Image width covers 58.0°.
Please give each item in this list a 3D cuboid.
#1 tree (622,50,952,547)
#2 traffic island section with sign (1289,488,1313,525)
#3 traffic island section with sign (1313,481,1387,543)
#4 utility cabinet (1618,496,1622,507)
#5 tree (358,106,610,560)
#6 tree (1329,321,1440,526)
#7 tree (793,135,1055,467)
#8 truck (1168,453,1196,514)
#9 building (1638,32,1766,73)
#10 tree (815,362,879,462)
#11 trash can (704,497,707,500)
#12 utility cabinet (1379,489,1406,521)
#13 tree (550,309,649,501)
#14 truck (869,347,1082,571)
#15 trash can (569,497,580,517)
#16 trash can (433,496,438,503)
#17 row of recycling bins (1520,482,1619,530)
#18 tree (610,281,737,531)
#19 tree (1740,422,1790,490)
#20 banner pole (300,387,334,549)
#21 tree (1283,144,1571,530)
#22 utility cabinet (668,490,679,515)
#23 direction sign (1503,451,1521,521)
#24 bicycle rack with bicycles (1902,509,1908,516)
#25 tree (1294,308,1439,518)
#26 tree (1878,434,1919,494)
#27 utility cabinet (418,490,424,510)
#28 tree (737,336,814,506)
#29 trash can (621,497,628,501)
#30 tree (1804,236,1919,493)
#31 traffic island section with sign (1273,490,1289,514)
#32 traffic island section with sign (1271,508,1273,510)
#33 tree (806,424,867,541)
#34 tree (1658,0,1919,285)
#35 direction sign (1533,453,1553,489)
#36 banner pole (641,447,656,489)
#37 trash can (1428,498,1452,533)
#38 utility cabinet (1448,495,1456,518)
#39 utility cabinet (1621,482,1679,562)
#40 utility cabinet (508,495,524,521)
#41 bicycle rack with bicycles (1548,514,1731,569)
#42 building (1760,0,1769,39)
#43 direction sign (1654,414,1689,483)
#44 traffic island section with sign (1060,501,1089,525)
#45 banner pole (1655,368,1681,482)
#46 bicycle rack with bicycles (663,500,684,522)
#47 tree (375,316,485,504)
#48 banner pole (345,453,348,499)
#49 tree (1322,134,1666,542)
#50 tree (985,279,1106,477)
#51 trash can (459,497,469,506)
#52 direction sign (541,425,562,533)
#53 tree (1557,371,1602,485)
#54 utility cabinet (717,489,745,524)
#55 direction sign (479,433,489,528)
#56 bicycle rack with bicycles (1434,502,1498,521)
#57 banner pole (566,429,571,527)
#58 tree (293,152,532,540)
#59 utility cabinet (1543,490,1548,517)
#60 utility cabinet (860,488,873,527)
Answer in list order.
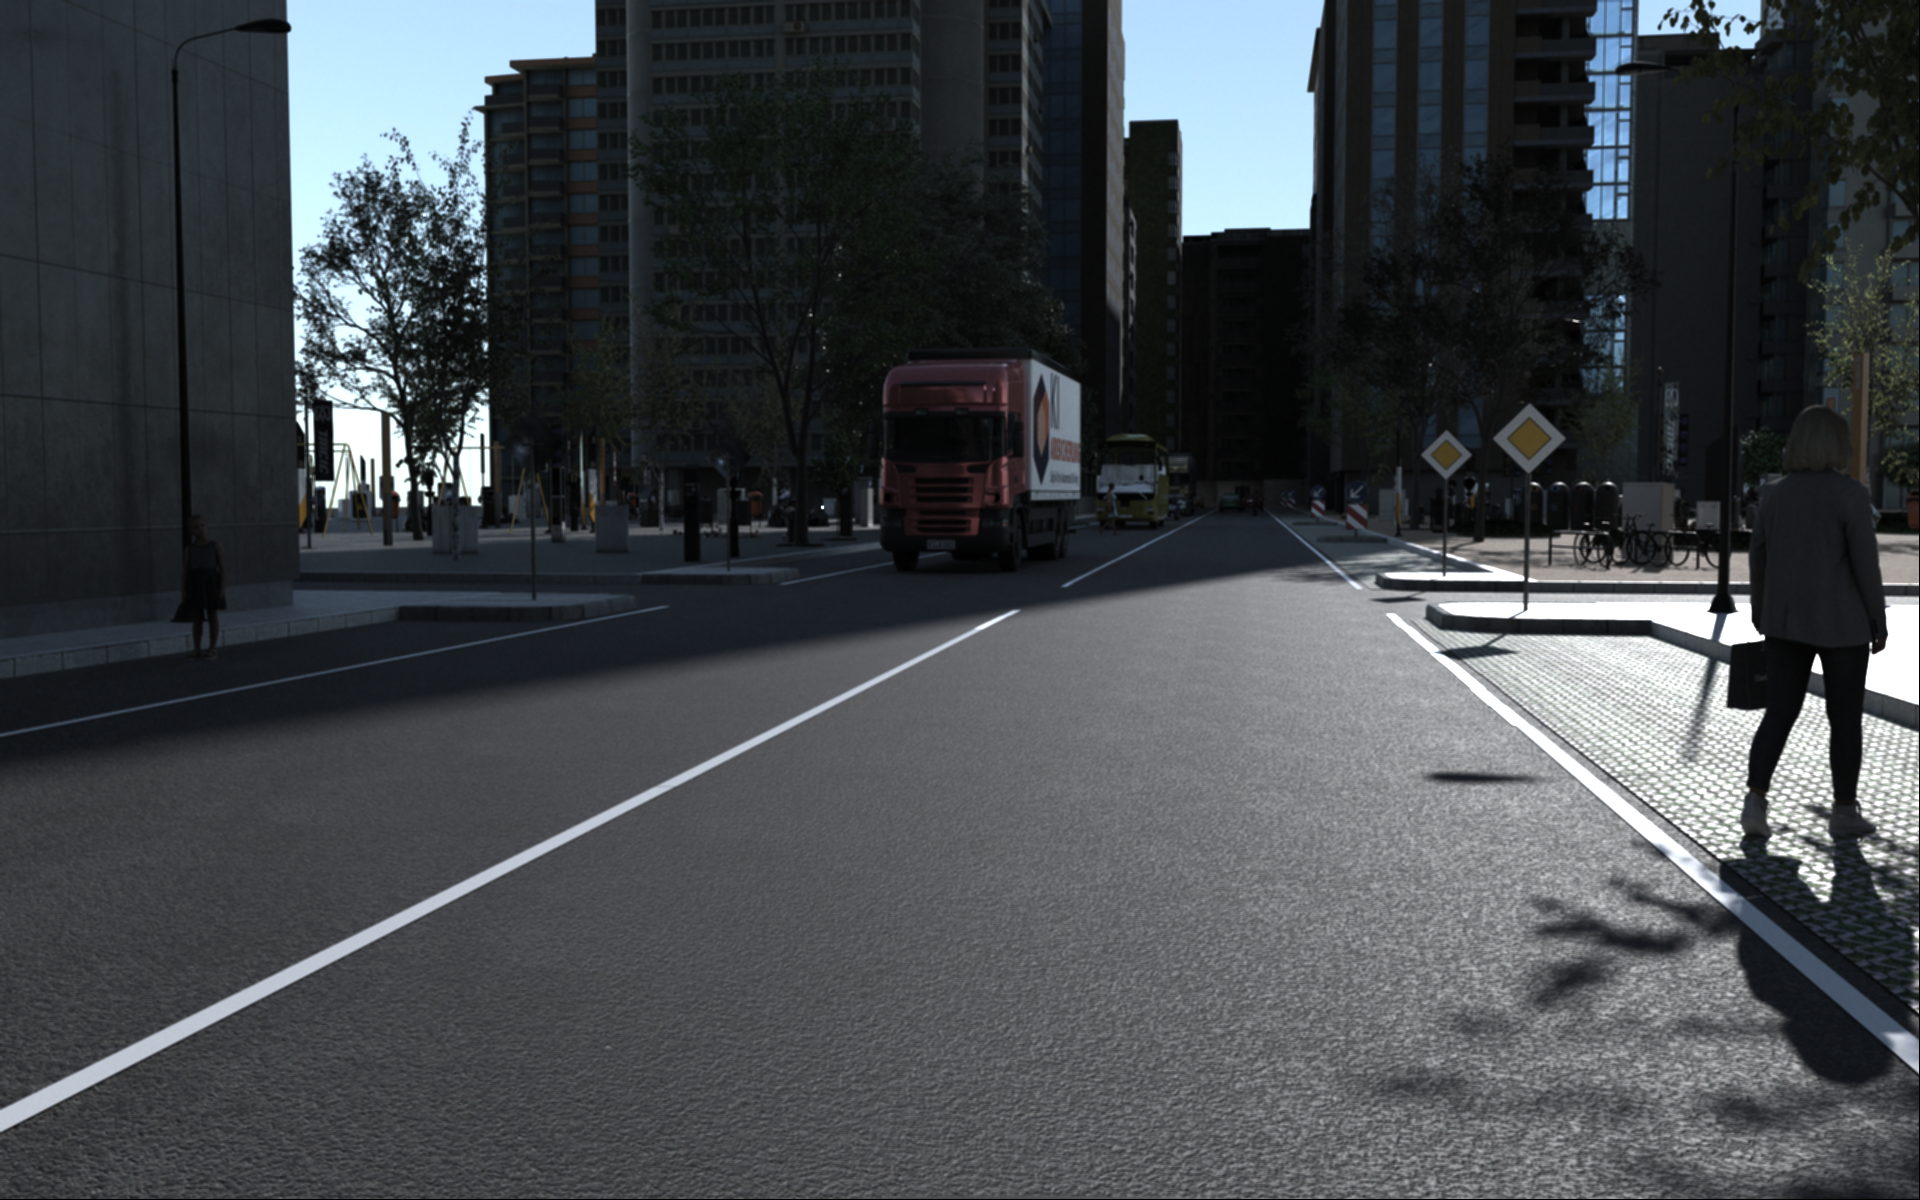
[{"bbox_3d":[-4.003,-7.115,42.079,9.928,11.665,9.643,0,3,0],"label":"tree"},{"bbox_3d":[16.286,-4.334,79.492,1.989,1.847,2.006,1,4,9],"label":"traffic island section with sign"},{"bbox_3d":[11.653,-2.626,51.564,1.989,1.847,2.006,1,4,9],"label":"traffic island section with sign"},{"bbox_3d":[28.723,-3.943,75.636,1.020,1.237,0.306,3,4,39],"label":"utility cabinet"},{"bbox_3d":[-9.793,-5.106,33.840,4.360,8.622,3.978,0,3,0],"label":"tree"},{"bbox_3d":[17.507,-7.349,70.521,4.737,8.622,4.395,0,3,0],"label":"tree"},{"bbox_3d":[-1.262,-9.516,62.244,9.857,13.997,8.962,0,3,0],"label":"tree"},{"bbox_3d":[15.137,-8.109,121.501,2.839,4.237,11.283,1,4,10],"label":"truck"},{"bbox_3d":[76.718,-34.424,186.534,21.600,48.544,21.300,1,4,9],"label":"building"},{"bbox_3d":[-5.755,-8.589,90.796,4.737,8.622,4.395,0,3,0],"label":"tree"},{"bbox_3d":[-14.028,-5.020,93.729,0.748,1.137,0.748,0,3,0],"label":"trash can"},{"bbox_3d":[20.027,-4.380,80.284,1.173,1.500,0.318,1,4,10],"label":"utility cabinet"},{"bbox_3d":[-14.634,-7.304,69.786,4.737,8.622,4.395,0,3,0],"label":"tree"},{"bbox_3d":[0.601,-2.855,35.597,2.839,4.237,11.283,1,4,11],"label":"truck"},{"bbox_3d":[-21.889,-5.297,98.263,0.748,1.137,0.748,0,3,0],"label":"trash can"},{"bbox_3d":[-32.542,-5.890,107.953,0.748,1.137,0.748,0,3,0],"label":"trash can"},{"bbox_3d":[21.896,-3.373,62.259,3.534,1.692,1.069,3,5,39],"label":"row of recycling bins"},{"bbox_3d":[-10.423,-6.740,60.556,4.360,8.622,3.978,0,3,0],"label":"tree"},{"bbox_3d":[36.966,-5.860,79.530,4.285,4.588,4.351,0,3,0],"label":"tree"},{"bbox_3d":[-15.127,-3.104,40.768,0.863,3.779,0.401,0,4,1],"label":"banner pole"},{"bbox_3d":[16.258,-9.224,61.185,12.009,13.543,11.850,0,3,0],"label":"tree"},{"bbox_3d":[-17.308,-5.874,104.717,0.318,1.500,1.173,1,4,10],"label":"utility cabinet"},{"bbox_3d":[25.250,-5.337,79.254,0.876,3.537,0.379,3,5,44],"label":"direction sign"},{"bbox_3d":[42.790,-3.817,75.795,2.925,0.926,2.852,-2,4,-35],"label":"bicycle rack with bicycles"},{"bbox_3d":[21.957,-10.264,93.578,9.928,11.665,9.643,0,3,0],"label":"tree"},{"bbox_3d":[51.395,-6.718,93.560,4.285,4.588,4.351,0,3,0],"label":"tree"},{"bbox_3d":[-31.754,-5.694,101.770,0.318,1.500,1.173,0,4,-6],"label":"utility cabinet"},{"bbox_3d":[-8.674,-7.825,78.298,4.360,8.622,3.978,0,3,0],"label":"tree"},{"bbox_3d":[-19.932,-5.561,102.582,0.748,1.137,0.748,0,3,0],"label":"trash can"},{"bbox_3d":[26.242,-6.061,49.463,4.360,8.622,3.978,0,3,0],"label":"tree"},{"bbox_3d":[24.242,-7.267,127.444,1.989,1.847,2.006,1,4,9],"label":"traffic island section with sign"},{"bbox_3d":[28.717,-8.916,154.404,1.989,1.847,2.006,1,4,9],"label":"traffic island section with sign"},{"bbox_3d":[-3.535,-3.278,48.203,1.663,3.219,1.824,0,3,0],"label":"tree"},{"bbox_3d":[7.153,-3.774,12.063,4.737,8.622,4.395,0,3,0],"label":"tree"},{"bbox_3d":[23.837,-4.825,70.882,0.379,3.537,0.876,-3,4,-39],"label":"direction sign"},{"bbox_3d":[-16.653,-6.255,92.278,0.401,3.779,0.863,3,5,40],"label":"banner pole"},{"bbox_3d":[15.904,-2.799,57.423,0.748,1.137,0.748,0,3,0],"label":"trash can"},{"bbox_3d":[26.112,-4.944,91.988,0.306,1.237,1.020,1,4,8],"label":"utility cabinet"},{"bbox_3d":[13.055,-1.479,32.857,0.318,1.500,1.173,-1,4,-14],"label":"utility cabinet"},{"bbox_3d":[-21.400,-4.423,83.484,0.306,1.237,1.020,-3,5,-41],"label":"utility cabinet"},{"bbox_3d":[11.827,-1.068,30.844,2.852,0.926,2.925,-1,4,-12],"label":"bicycle rack with bicycles"},{"bbox_3d":[97.533,-45.511,182.358,20.611,71.187,20.563,1,4,9],"label":"building"},{"bbox_3d":[20.113,-3.488,49.029,0.876,3.537,0.379,2,4,26],"label":"direction sign"},{"bbox_3d":[4.943,-4.365,79.998,1.989,1.847,2.006,1,4,9],"label":"traffic island section with sign"},{"bbox_3d":[13.933,-2.705,34.238,0.401,3.779,0.863,-1,4,-15],"label":"banner pole"},{"bbox_3d":[-12.892,-4.126,80.838,2.925,0.926,2.852,-3,5,-40],"label":"bicycle rack with bicycles"},{"bbox_3d":[-20.305,-7.145,67.190,4.737,8.622,4.395,0,3,0],"label":"tree"},{"bbox_3d":[-37.640,-7.117,106.381,0.401,3.779,0.863,-1,4,-15],"label":"banner pole"},{"bbox_3d":[13.889,-6.826,46.014,8.767,10.594,7.601,1,4,11],"label":"tree"},{"bbox_3d":[3.345,-10.656,91.240,9.611,12.733,9.660,0,3,0],"label":"tree"},{"bbox_3d":[-25.135,-4.640,87.515,0.748,1.137,0.748,0,3,0],"label":"trash can"},{"bbox_3d":[-13.430,-3.952,56.616,0.876,3.537,0.379,0,4,1],"label":"direction sign"},{"bbox_3d":[31.913,-8.270,85.574,4.737,8.622,4.395,0,3,0],"label":"tree"},{"bbox_3d":[-9.656,-3.939,73.081,1.173,1.500,0.318,1,4,21],"label":"utility cabinet"},{"bbox_3d":[-17.853,-4.454,64.827,0.379,3.537,0.876,-1,4,-8],"label":"direction sign"},{"bbox_3d":[21.864,-3.735,74.450,2.852,0.926,2.925,0,4,2],"label":"bicycle rack with bicycles"},{"bbox_3d":[-15.122,-4.706,66.959,0.401,3.779,0.863,0,4,-4],"label":"banner pole"},{"bbox_3d":[-15.391,-6.941,47.897,7.601,10.594,8.767,0,4,7],"label":"tree"},{"bbox_3d":[32.052,-5.191,93.559,1.173,1.500,0.318,2,4,34],"label":"utility cabinet"},{"bbox_3d":[-3.665,-3.622,67.893,0.318,1.500,1.173,0,4,7],"label":"utility cabinet"}]
